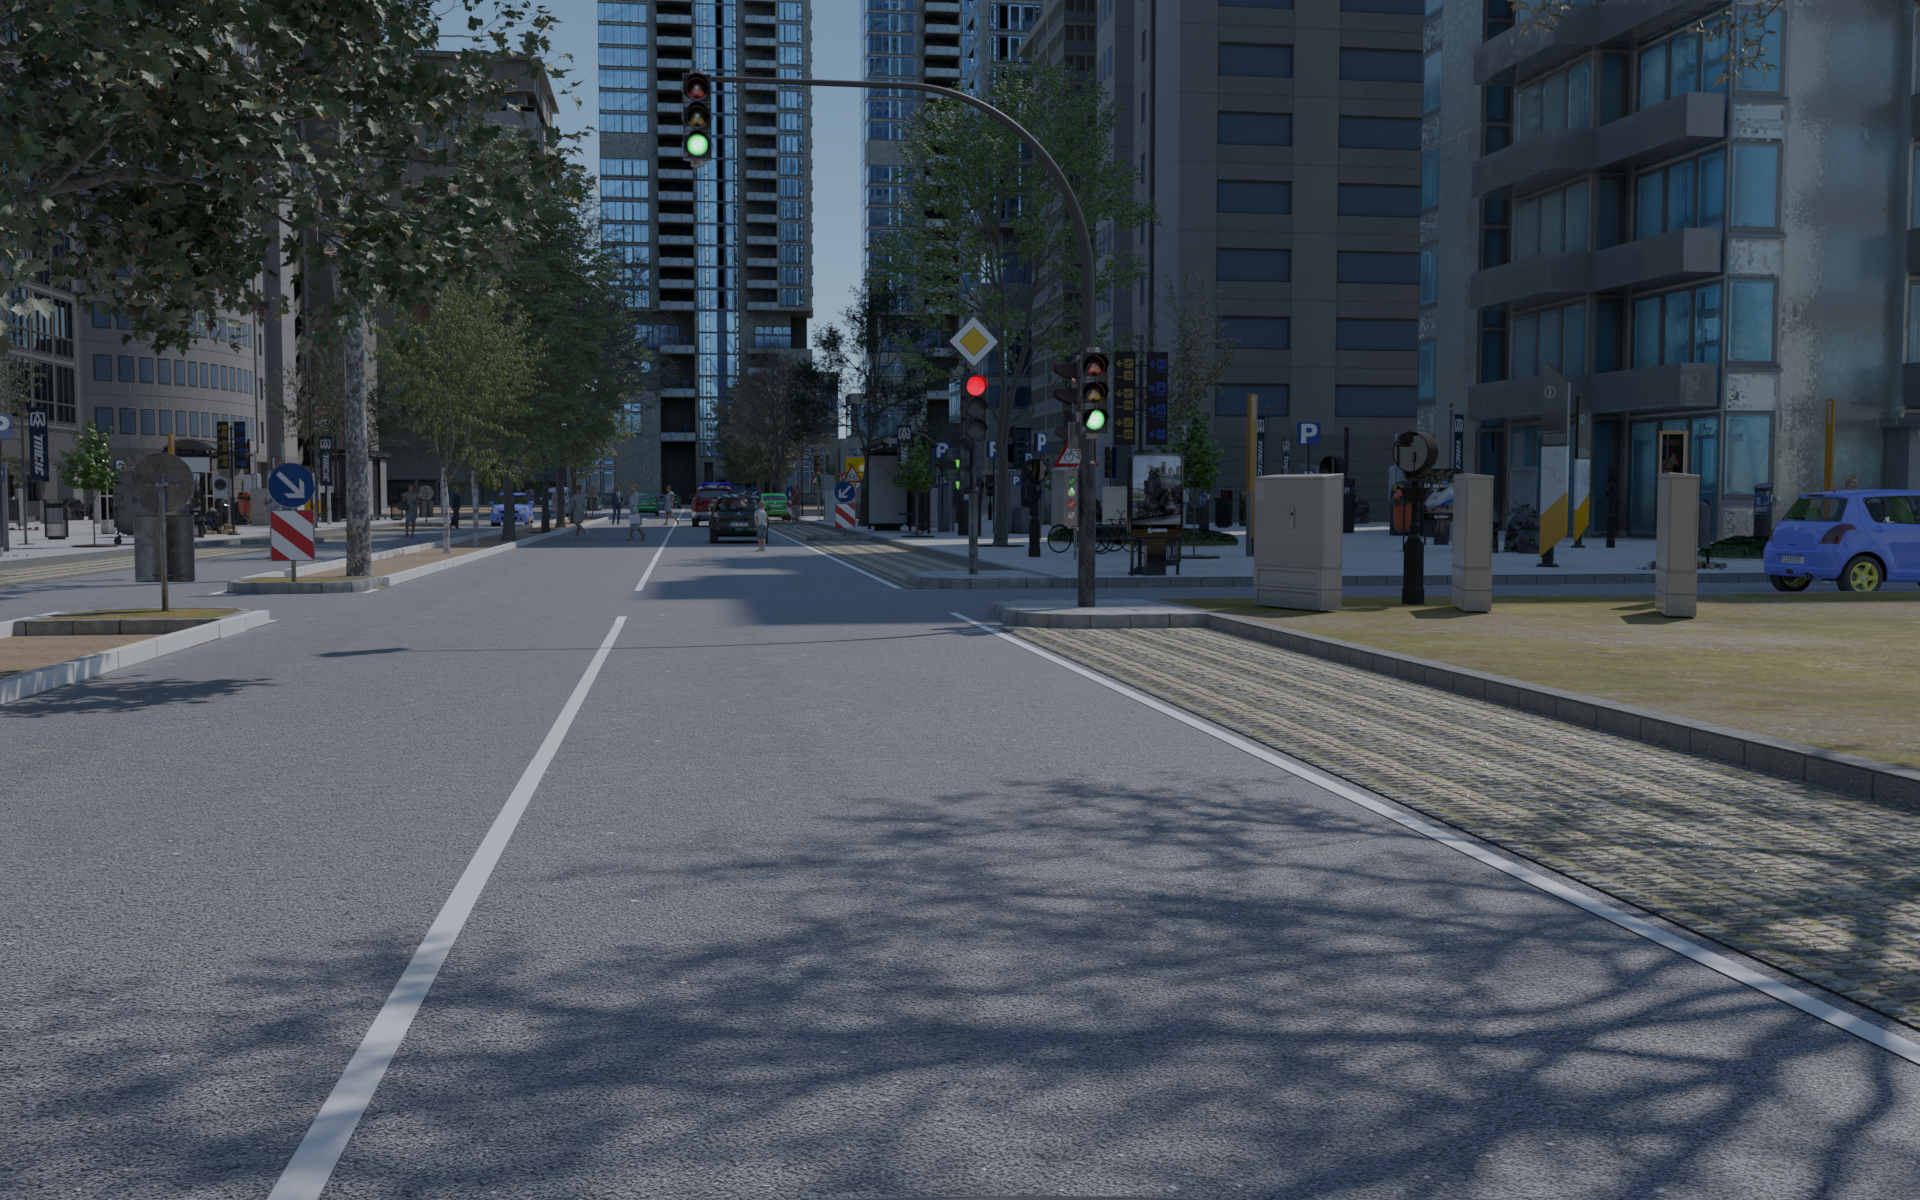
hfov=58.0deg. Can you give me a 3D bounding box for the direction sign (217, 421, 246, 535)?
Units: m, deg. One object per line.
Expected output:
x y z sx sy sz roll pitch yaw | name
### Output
-22.695 -3.793 54.013 0.876 3.537 0.379 0 3 0 | direction sign

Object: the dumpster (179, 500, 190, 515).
-24.056 -3.055 52.441 1.502 2.255 1.985 -1 4 -9 | dumpster

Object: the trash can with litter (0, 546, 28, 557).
-20.447 -1.496 35.524 2.233 1.210 1.678 1 4 22 | trash can with litter

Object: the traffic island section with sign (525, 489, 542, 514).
-31.196 -7.165 125.777 1.989 1.847 2.006 -1 4 -9 | traffic island section with sign

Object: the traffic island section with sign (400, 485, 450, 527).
-23.601 -4.154 76.553 1.989 1.847 2.006 -1 4 -9 | traffic island section with sign

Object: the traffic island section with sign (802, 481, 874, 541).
-3.707 -2.725 53.174 1.989 1.847 2.006 -1 4 -9 | traffic island section with sign

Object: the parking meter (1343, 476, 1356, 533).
12.739 -3.123 56.770 0.399 1.863 0.255 2 4 35 | parking meter

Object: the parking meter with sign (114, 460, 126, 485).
-42.455 -5.623 88.202 0.543 3.016 1.738 -3 5 -44 | parking meter with sign

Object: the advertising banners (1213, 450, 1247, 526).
10.595 -4.430 68.617 2.074 3.025 0.090 -1 4 -9 | advertising banners

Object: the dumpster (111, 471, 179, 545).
-20.906 -2.368 44.479 1.264 1.857 1.865 -1 4 -9 | dumpster

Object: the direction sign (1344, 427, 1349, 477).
13.188 -4.108 59.165 0.379 3.537 0.876 1 4 20 | direction sign

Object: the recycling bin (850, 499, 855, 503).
-5.983 -5.245 98.309 0.722 1.027 0.722 1 4 15 | recycling bin

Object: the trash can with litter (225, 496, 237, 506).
-40.189 -5.110 94.940 0.624 1.170 1.055 3 4 36 | trash can with litter

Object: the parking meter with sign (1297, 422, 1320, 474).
8.696 -2.856 42.952 0.543 3.016 1.738 1 4 15 | parking meter with sign

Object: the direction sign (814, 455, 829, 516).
-8.108 -6.694 101.441 0.876 3.537 0.379 -1 4 -18 | direction sign

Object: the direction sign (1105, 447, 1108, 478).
7.264 -5.604 83.619 0.379 3.537 0.876 3 5 44 | direction sign

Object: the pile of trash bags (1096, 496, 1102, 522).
6.851 -4.287 79.849 1.912 1.369 3.447 2 4 28 | pile of trash bags

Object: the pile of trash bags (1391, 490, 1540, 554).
11.280 -1.745 38.282 3.447 1.369 1.912 1 4 20 | pile of trash bags

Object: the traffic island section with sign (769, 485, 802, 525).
-7.882 -4.373 80.130 1.989 1.847 2.006 -1 4 -9 | traffic island section with sign

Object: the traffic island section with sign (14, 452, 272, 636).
-8.664 -0.630 18.441 2.006 1.907 1.989 -1 4 -9 | traffic island section with sign

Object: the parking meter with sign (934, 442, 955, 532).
-0.480 -3.841 59.059 0.543 3.016 1.738 0 4 8 | parking meter with sign

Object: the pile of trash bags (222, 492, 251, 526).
-29.866 -3.733 70.783 3.447 1.369 1.912 3 5 42 | pile of trash bags

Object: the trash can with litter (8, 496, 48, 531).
-33.091 -3.051 60.934 2.233 1.210 1.678 1 4 16 | trash can with litter

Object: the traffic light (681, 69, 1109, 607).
-0.642 -2.722 19.178 4.771 5.953 1.251 -1 4 -9 | traffic light

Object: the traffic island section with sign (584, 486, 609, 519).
-21.272 -5.620 100.022 2.006 1.907 1.989 -1 4 -9 | traffic island section with sign

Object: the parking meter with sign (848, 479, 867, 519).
-5.004 -5.617 88.100 0.543 3.016 1.738 2 4 34 | parking meter with sign

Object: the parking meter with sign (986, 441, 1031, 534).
1.601 -3.662 56.136 0.543 3.016 1.738 -3 4 -37 | parking meter with sign

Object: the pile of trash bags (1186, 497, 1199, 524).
9.195 -3.884 73.262 1.912 1.369 3.447 2 4 25 | pile of trash bags

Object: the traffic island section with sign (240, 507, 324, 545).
-19.475 -2.525 49.915 1.989 1.847 2.006 -1 4 -9 | traffic island section with sign

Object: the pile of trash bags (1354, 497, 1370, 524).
16.728 -3.981 74.840 1.912 1.369 3.447 1 4 13 | pile of trash bags

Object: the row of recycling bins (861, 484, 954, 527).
-2.170 -3.768 68.714 3.534 1.692 1.069 -1 4 -8 | row of recycling bins

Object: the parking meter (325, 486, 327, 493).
-32.264 -5.067 88.558 0.399 1.863 0.255 -1 4 -21 | parking meter

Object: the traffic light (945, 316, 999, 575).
0.192 -2.361 27.528 0.839 4.253 0.868 -1 4 -9 | traffic light

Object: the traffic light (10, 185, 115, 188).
-13.872 -3.102 25.383 4.771 5.953 1.251 -1 4 -9 | traffic light

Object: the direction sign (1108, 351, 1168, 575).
2.874 -2.177 27.587 0.876 3.537 0.379 -1 4 -9 | direction sign

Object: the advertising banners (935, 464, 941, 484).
-0.754 -6.386 100.605 0.090 3.025 2.074 3 5 44 | advertising banners

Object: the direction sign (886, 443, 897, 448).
-3.117 -5.224 77.409 0.379 3.537 0.876 3 5 39 | direction sign

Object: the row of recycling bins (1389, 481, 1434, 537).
14.131 -2.756 52.167 1.069 1.692 3.534 -1 4 -17 | row of recycling bins

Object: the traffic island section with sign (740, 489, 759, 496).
-15.308 -7.314 128.214 1.989 1.847 2.006 -1 4 -9 | traffic island section with sign

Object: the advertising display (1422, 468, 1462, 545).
12.116 -2.344 43.544 0.974 1.923 0.123 3 4 36 | advertising display

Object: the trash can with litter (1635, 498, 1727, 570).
12.421 -1.155 29.946 2.233 1.210 1.678 -2 4 -28 | trash can with litter

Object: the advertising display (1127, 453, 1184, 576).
3.067 -1.346 27.221 0.974 1.923 0.123 -2 4 -26 | advertising display

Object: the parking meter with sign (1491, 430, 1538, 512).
15.358 -3.113 47.151 1.738 3.016 0.543 1 4 17 | parking meter with sign

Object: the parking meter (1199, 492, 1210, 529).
8.699 -3.259 61.701 0.372 1.533 0.369 0 3 0 | parking meter

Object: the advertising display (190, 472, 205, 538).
-22.354 -2.786 50.760 0.123 1.923 0.974 -3 5 -41 | advertising display

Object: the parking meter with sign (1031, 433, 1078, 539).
2.957 -3.220 48.914 1.738 3.016 0.543 3 4 37 | parking meter with sign

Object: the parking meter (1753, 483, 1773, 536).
18.232 -1.891 39.332 0.372 1.533 0.369 0 3 0 | parking meter

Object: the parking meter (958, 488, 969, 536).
0.118 -2.764 53.605 0.372 1.533 0.369 0 3 0 | parking meter

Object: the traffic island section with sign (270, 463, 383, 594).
-9.786 -1.078 25.763 2.006 1.907 1.989 -1 4 -9 | traffic island section with sign

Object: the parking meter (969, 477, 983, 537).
0.486 -2.853 52.363 0.399 1.863 0.255 0 4 4 | parking meter

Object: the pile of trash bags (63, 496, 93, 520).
-43.512 -4.586 84.728 3.447 1.369 1.912 -1 4 -21 | pile of trash bags

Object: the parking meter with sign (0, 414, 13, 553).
-21.474 -2.590 38.600 0.543 3.016 1.738 -2 4 -34 | parking meter with sign

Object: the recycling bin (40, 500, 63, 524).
-39.046 -3.785 74.434 0.722 1.027 0.722 -3 5 -44 | recycling bin

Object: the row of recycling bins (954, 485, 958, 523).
-0.462 -4.285 77.171 1.069 1.692 3.534 -2 4 -26 | row of recycling bins

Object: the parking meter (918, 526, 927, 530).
-1.341 -3.389 61.116 0.255 1.863 0.399 -2 4 -33 | parking meter
